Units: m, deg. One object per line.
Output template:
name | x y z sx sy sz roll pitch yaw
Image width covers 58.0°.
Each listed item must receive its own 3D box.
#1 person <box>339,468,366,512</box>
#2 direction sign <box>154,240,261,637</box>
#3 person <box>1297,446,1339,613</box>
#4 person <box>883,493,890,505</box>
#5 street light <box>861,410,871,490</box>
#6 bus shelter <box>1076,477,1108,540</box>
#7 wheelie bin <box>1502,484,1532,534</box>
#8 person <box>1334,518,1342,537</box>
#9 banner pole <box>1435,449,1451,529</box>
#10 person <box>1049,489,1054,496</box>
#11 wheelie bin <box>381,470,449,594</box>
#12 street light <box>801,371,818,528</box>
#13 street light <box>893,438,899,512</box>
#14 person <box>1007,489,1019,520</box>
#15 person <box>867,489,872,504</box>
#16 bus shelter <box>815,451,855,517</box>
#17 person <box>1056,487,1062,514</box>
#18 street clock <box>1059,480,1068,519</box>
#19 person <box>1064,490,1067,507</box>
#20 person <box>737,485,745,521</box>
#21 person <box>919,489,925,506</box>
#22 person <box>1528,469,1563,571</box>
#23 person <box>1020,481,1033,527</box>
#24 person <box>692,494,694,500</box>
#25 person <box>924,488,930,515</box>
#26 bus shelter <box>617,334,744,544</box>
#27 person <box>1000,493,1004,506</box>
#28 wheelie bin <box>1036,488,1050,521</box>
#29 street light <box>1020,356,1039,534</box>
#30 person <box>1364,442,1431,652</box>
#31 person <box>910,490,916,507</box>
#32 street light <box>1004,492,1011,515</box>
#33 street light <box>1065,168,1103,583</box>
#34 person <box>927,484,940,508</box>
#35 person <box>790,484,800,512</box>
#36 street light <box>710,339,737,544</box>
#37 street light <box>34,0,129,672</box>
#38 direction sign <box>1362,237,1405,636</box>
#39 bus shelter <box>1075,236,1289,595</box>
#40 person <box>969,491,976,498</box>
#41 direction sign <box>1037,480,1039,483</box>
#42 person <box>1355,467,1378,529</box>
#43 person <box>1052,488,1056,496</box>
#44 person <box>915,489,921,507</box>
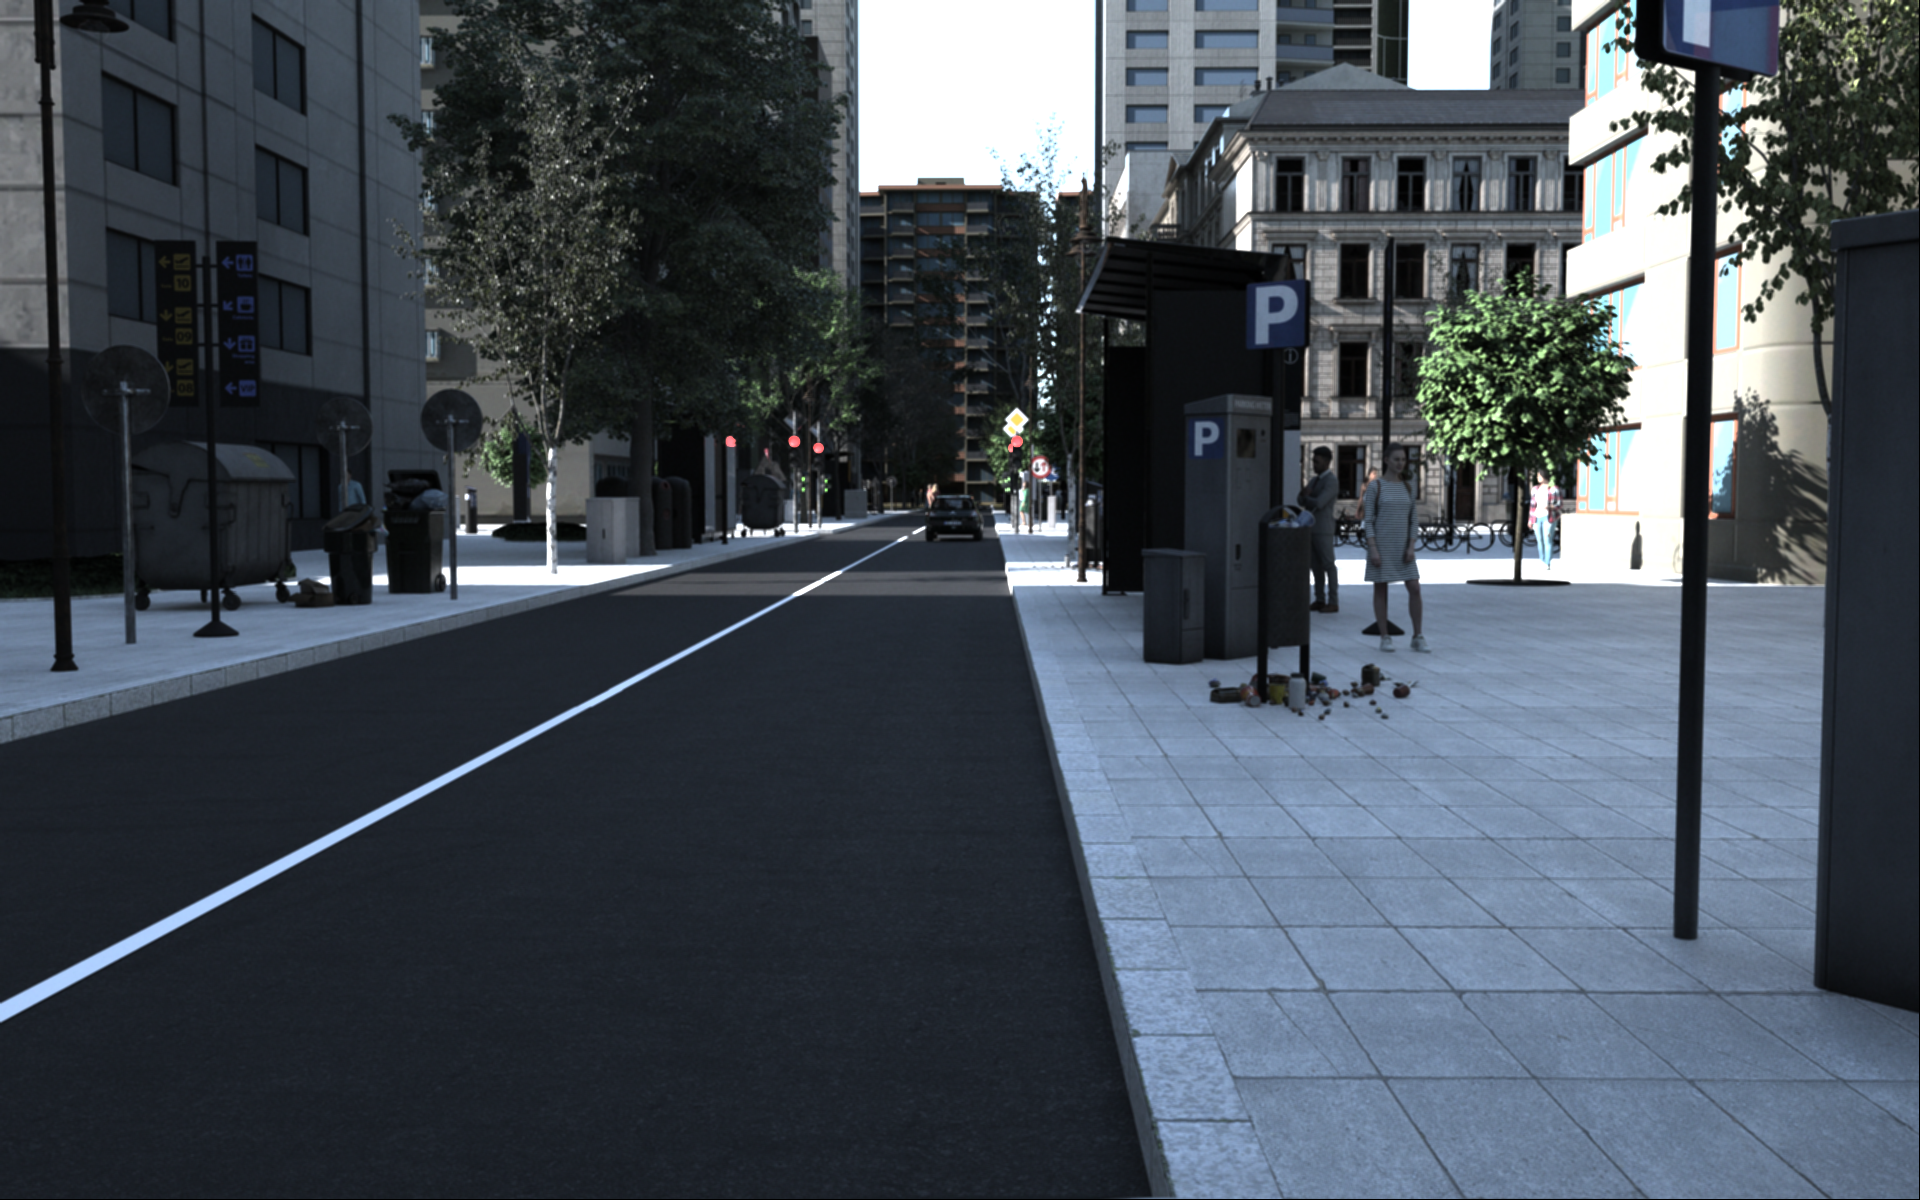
person | -12.411 -1.799 35.470 0.660 1.820 0.620 1 4 13
direction sign | -6.736 -1.442 15.576 0.876 3.537 0.379 0 4 -5
person | 3.876 -0.773 18.865 0.466 1.800 0.511 -2 4 -30
person | -8.883 -12.169 208.259 1.065 1.426 0.557 1 4 15
street light | -5.198 -7.511 95.588 0.468 5.910 1.993 0 4 1
bus shelter | 3.960 -3.157 45.545 2.014 3.302 5.546 0 4 1
wheelie bin | 17.996 -2.940 55.984 0.980 1.594 0.693 0 4 -1
person | 10.698 -2.713 50.611 1.509 1.804 0.699 -3 5 -42
banner pole | 18.044 -4.550 64.412 0.863 3.779 0.401 -2 4 -30
person | 7.473 -8.491 145.589 1.217 1.743 0.721 0 4 3
wheelie bin | -7.063 -0.892 22.489 0.980 1.594 0.693 0 4 3
street light | -5.626 -5.639 64.986 0.468 5.910 1.993 0 4 1
street light | -4.712 -9.394 126.372 0.468 5.910 1.993 0 4 1
person | 2.695 -4.698 82.816 0.822 1.834 0.622 2 4 31
person | -7.827 -8.890 152.108 1.217 1.735 0.721 0 4 4
bus shelter | -7.057 -6.528 98.019 1.731 3.624 6.357 0 4 1
person | 6.349 -6.410 111.066 0.478 1.798 0.641 0 4 -2
street clock | 5.245 -5.102 87.996 0.471 2.002 0.358 0 4 1
person | 10.537 -10.299 175.227 0.742 1.727 0.445 3 5 40
person | -10.332 -4.661 82.584 0.599 1.781 0.374 0 4 -2
person | -4.052 -10.780 182.318 1.348 1.821 0.705 0 4 4
person | 9.845 -1.358 29.079 0.643 1.720 0.563 -3 5 -40
person | 2.627 -3.787 68.206 0.529 1.795 0.600 0 4 8
person | -14.867 -5.605 97.898 0.699 1.804 1.509 1 4 18
person | -2.064 -6.430 113.730 0.616 1.811 0.778 -1 4 -23
bus shelter | -7.409 -4.170 45.819 2.179 5.291 8.768 0 4 1
person | 4.439 -10.442 180.000 0.697 1.427 0.421 -2 4 -26
wheelie bin | 4.054 -4.659 84.075 0.693 1.594 0.980 0 4 -2
street light | 2.286 -5.083 55.890 0.468 5.910 1.993 0 4 1
person | 3.541 -0.436 14.180 0.512 1.701 0.522 -1 4 -12
person | -4.596 -9.962 169.711 0.721 1.735 1.217 -3 4 -36
street light | 3.138 -8.270 107.997 0.468 5.910 1.993 0 4 1
street light | 1.771 -3.192 24.982 0.468 5.910 1.993 0 4 1
person | -1.040 -3.608 67.472 0.580 1.828 0.573 1 4 21
person | -8.164 -4.885 85.932 0.660 1.820 0.620 -3 5 -41
street light | -6.032 -4.371 44.252 0.468 5.910 1.993 0 4 1
street light | -6.516 -2.424 12.422 0.468 5.910 1.993 0 4 1
direction sign | 3.881 -1.454 15.776 0.379 3.537 0.876 1 4 10
bus shelter | 2.258 -1.690 18.909 1.731 3.624 6.357 0 4 1
person | 1.373 -11.871 202.526 0.705 1.831 1.348 -3 5 -45
direction sign | 5.628 -8.629 133.077 0.876 3.537 0.379 2 4 24
person | 7.954 -1.678 33.576 0.616 1.811 0.778 0 4 2
person | 8.937 -9.630 163.572 1.350 1.814 0.705 -2 4 -34
person | -4.375 -10.488 177.536 0.705 1.822 1.348 -2 4 -29
